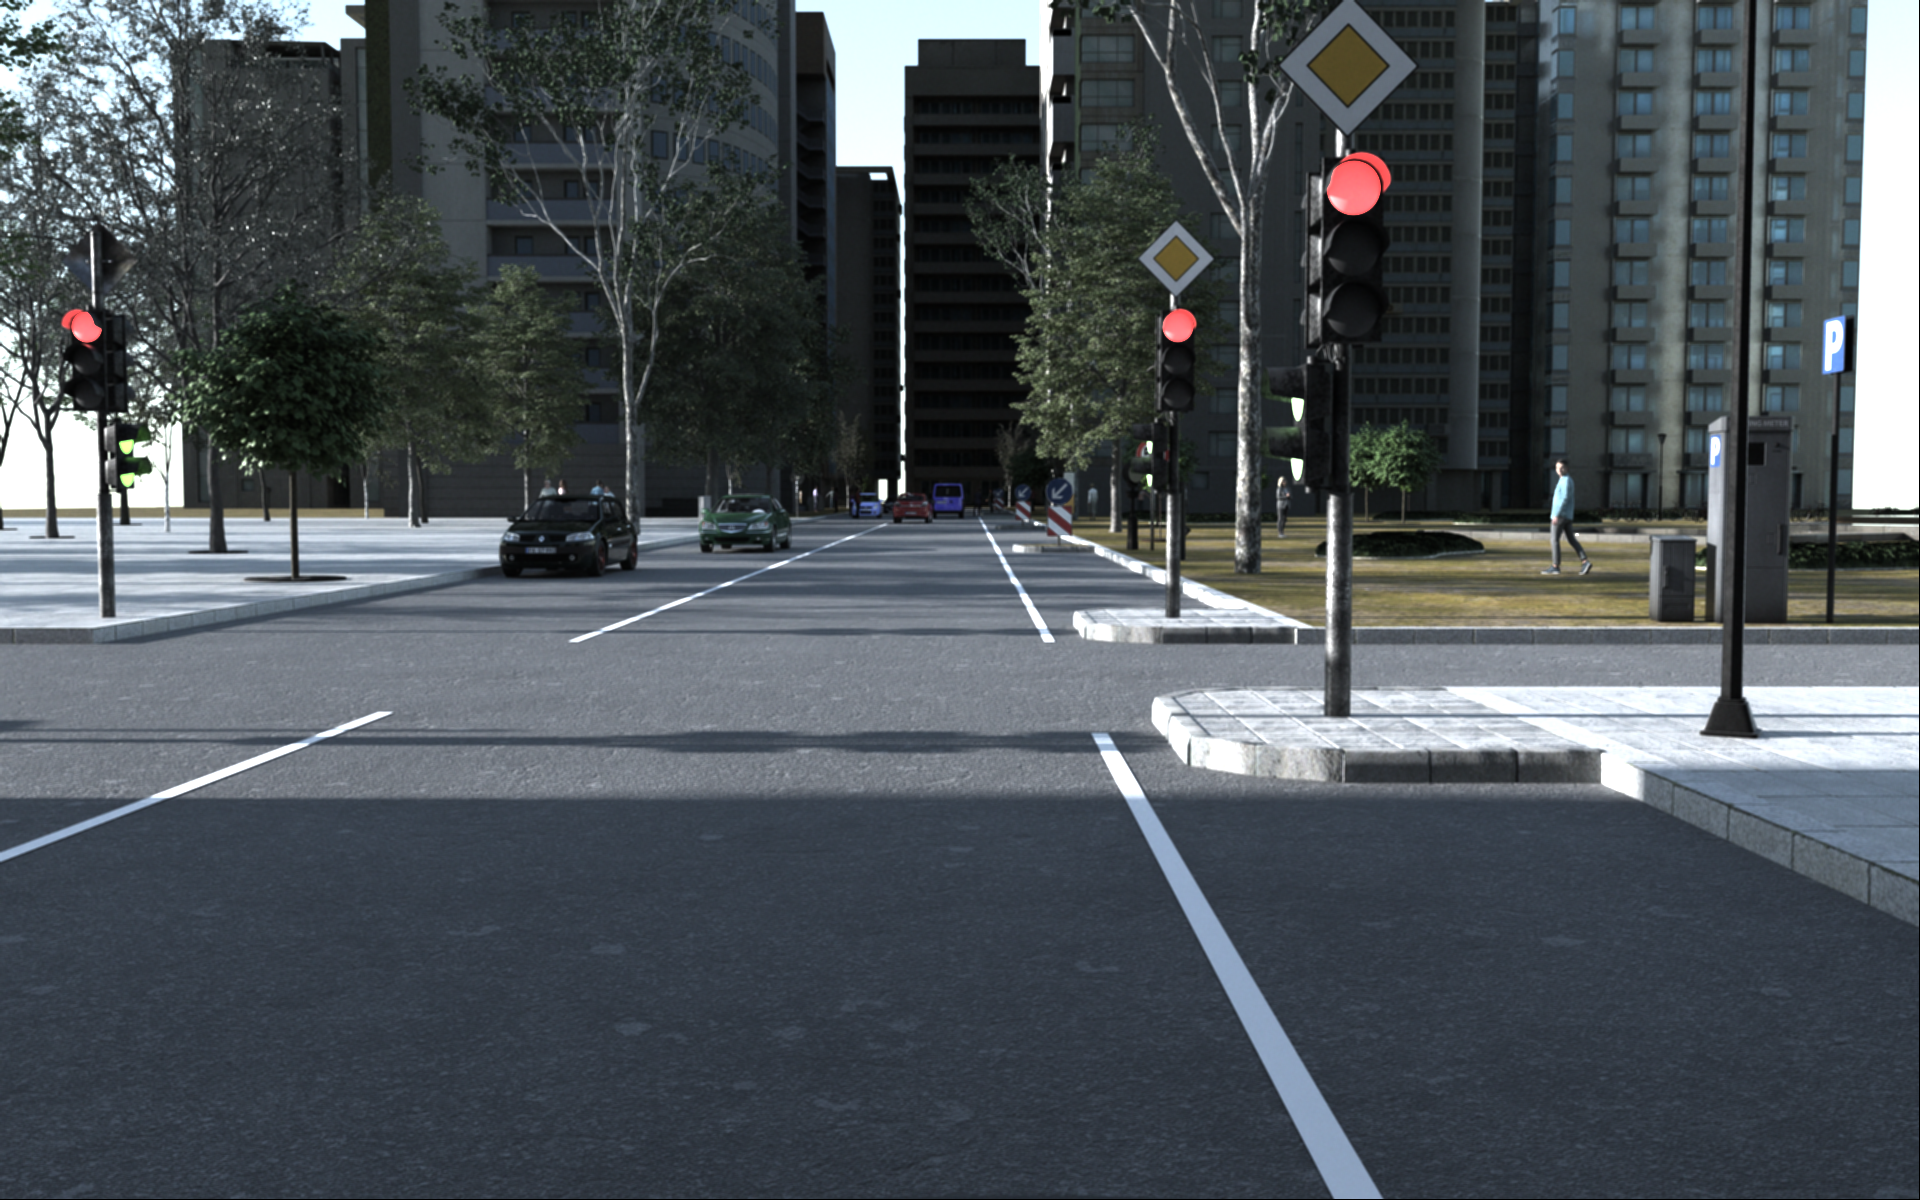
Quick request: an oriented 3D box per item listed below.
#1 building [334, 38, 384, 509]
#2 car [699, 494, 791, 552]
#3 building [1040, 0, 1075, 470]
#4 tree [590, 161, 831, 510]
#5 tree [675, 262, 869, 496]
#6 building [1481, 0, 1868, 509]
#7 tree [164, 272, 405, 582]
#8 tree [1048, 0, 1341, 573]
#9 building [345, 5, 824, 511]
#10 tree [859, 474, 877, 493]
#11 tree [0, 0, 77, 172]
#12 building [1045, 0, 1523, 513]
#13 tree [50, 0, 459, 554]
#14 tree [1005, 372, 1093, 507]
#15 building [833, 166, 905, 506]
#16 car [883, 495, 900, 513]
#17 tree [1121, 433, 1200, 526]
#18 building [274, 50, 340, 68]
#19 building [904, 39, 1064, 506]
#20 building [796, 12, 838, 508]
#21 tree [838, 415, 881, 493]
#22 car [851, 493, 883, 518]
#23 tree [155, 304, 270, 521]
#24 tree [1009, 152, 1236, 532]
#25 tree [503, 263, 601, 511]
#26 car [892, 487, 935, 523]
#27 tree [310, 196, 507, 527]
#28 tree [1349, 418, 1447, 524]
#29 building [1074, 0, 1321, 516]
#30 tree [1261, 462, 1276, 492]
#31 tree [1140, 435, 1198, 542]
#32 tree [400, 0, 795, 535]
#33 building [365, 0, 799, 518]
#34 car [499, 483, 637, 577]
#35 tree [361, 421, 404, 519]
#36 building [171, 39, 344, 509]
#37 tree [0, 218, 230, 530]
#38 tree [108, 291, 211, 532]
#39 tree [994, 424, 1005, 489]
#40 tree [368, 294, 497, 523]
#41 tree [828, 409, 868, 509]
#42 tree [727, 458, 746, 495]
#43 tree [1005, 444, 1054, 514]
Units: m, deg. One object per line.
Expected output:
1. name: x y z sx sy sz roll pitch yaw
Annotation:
1. building: -47.278 -29.094 159.287 14.086 41.232 14.154 0 4 0
2. car: -5.414 -1.975 44.083 2.131 1.459 4.920 0 4 2
3. building: 20.993 -34.459 152.637 28.713 52.752 27.495 0 4 0
4. tree: -9.796 -9.888 68.319 9.857 13.997 8.962 0 3 0
5. tree: -9.185 -10.179 83.430 9.611 12.733 9.660 0 3 0
6. building: 62.742 -32.736 154.844 30.456 49.044 23.786 0 4 0
7. tree: -9.848 -2.571 25.754 4.285 4.588 4.351 0 3 0
8. tree: 3.482 -10.554 28.451 12.611 20.169 13.585 0 3 0
9. building: -27.290 -27.053 134.204 32.217 40.220 23.993 0 4 0
10. tree: -9.043 -10.625 168.322 1.663 3.219 1.824 0 3 0
11. tree: -16.699 -6.033 24.400 9.928 11.665 9.643 0 3 0
12. building: 22.659 -26.564 126.197 32.217 40.220 23.993 0 4 0
13. tree: -16.234 -7.752 37.110 12.009 13.543 11.850 0 3 0
14. tree: 5.490 -8.949 96.674 4.360 8.622 3.978 0 3 0
15. building: -18.575 -30.767 194.923 23.993 40.220 32.217 0 4 0
16. car: -4.806 -7.118 128.964 1.945 1.354 3.894 0 4 0
17. tree: 7.806 -5.223 69.104 4.285 4.588 4.351 0 3 0
18. building: -66.676 -34.875 189.819 30.456 49.044 23.786 0 4 0
19. building: 4.853 -34.566 188.852 21.600 48.544 21.300 0 4 0
20. building: -18.976 -31.165 159.659 14.200 45.320 14.600 0 4 0
21. tree: -9.073 -12.709 158.161 4.737 8.622 4.395 0 3 0
22. car: -5.545 -5.734 103.344 1.945 1.707 3.694 0 4 -1
23. tree: -33.236 -9.037 82.165 7.601 10.594 8.767 2 4 25
24. tree: 5.675 -8.553 57.976 7.486 12.596 7.792 0 3 0
25. tree: -21.652 -10.263 85.925 7.486 12.596 7.792 0 3 0
26. car: -2.320 -4.719 86.193 2.155 1.783 4.494 0 4 2
27. tree: -21.486 -9.070 66.423 7.486 12.596 7.792 0 3 0
28. tree: 19.079 -5.532 74.160 4.285 4.588 4.351 0 3 0
29. building: 13.987 -25.892 106.931 14.154 41.232 14.086 0 4 0
30. tree: 15.589 -5.916 91.334 1.663 3.219 1.824 0 3 0
31. tree: 5.311 -3.180 46.602 1.663 3.219 1.824 0 3 0
32. tree: -11.170 -12.045 52.826 12.611 20.169 13.585 0 3 0
33. building: -21.909 -34.514 106.307 21.231 58.520 28.212 0 4 0
34. car: -7.026 -1.316 31.302 2.009 1.686 4.222 0 4 2
35. tree: -30.998 -8.574 90.549 4.360 8.622 3.978 0 3 0
36. building: -62.210 -29.116 159.642 14.086 41.232 14.154 0 4 0
37. tree: -34.405 -8.903 71.325 9.928 11.665 9.643 0 3 0
38. tree: -27.111 -6.616 58.537 4.360 8.622 3.978 0 3 0
39. tree: 5.078 -13.484 170.824 4.360 8.622 3.978 0 3 0
40. tree: -23.865 -8.661 76.020 7.601 10.594 8.767 1 4 18
41. tree: -9.736 -12.192 149.696 4.360 8.622 3.978 0 3 0
42. tree: -11.822 -8.596 90.899 4.360 8.622 3.978 0 3 0
43. tree: 4.592 -7.986 114.285 4.285 4.588 4.351 0 3 0
